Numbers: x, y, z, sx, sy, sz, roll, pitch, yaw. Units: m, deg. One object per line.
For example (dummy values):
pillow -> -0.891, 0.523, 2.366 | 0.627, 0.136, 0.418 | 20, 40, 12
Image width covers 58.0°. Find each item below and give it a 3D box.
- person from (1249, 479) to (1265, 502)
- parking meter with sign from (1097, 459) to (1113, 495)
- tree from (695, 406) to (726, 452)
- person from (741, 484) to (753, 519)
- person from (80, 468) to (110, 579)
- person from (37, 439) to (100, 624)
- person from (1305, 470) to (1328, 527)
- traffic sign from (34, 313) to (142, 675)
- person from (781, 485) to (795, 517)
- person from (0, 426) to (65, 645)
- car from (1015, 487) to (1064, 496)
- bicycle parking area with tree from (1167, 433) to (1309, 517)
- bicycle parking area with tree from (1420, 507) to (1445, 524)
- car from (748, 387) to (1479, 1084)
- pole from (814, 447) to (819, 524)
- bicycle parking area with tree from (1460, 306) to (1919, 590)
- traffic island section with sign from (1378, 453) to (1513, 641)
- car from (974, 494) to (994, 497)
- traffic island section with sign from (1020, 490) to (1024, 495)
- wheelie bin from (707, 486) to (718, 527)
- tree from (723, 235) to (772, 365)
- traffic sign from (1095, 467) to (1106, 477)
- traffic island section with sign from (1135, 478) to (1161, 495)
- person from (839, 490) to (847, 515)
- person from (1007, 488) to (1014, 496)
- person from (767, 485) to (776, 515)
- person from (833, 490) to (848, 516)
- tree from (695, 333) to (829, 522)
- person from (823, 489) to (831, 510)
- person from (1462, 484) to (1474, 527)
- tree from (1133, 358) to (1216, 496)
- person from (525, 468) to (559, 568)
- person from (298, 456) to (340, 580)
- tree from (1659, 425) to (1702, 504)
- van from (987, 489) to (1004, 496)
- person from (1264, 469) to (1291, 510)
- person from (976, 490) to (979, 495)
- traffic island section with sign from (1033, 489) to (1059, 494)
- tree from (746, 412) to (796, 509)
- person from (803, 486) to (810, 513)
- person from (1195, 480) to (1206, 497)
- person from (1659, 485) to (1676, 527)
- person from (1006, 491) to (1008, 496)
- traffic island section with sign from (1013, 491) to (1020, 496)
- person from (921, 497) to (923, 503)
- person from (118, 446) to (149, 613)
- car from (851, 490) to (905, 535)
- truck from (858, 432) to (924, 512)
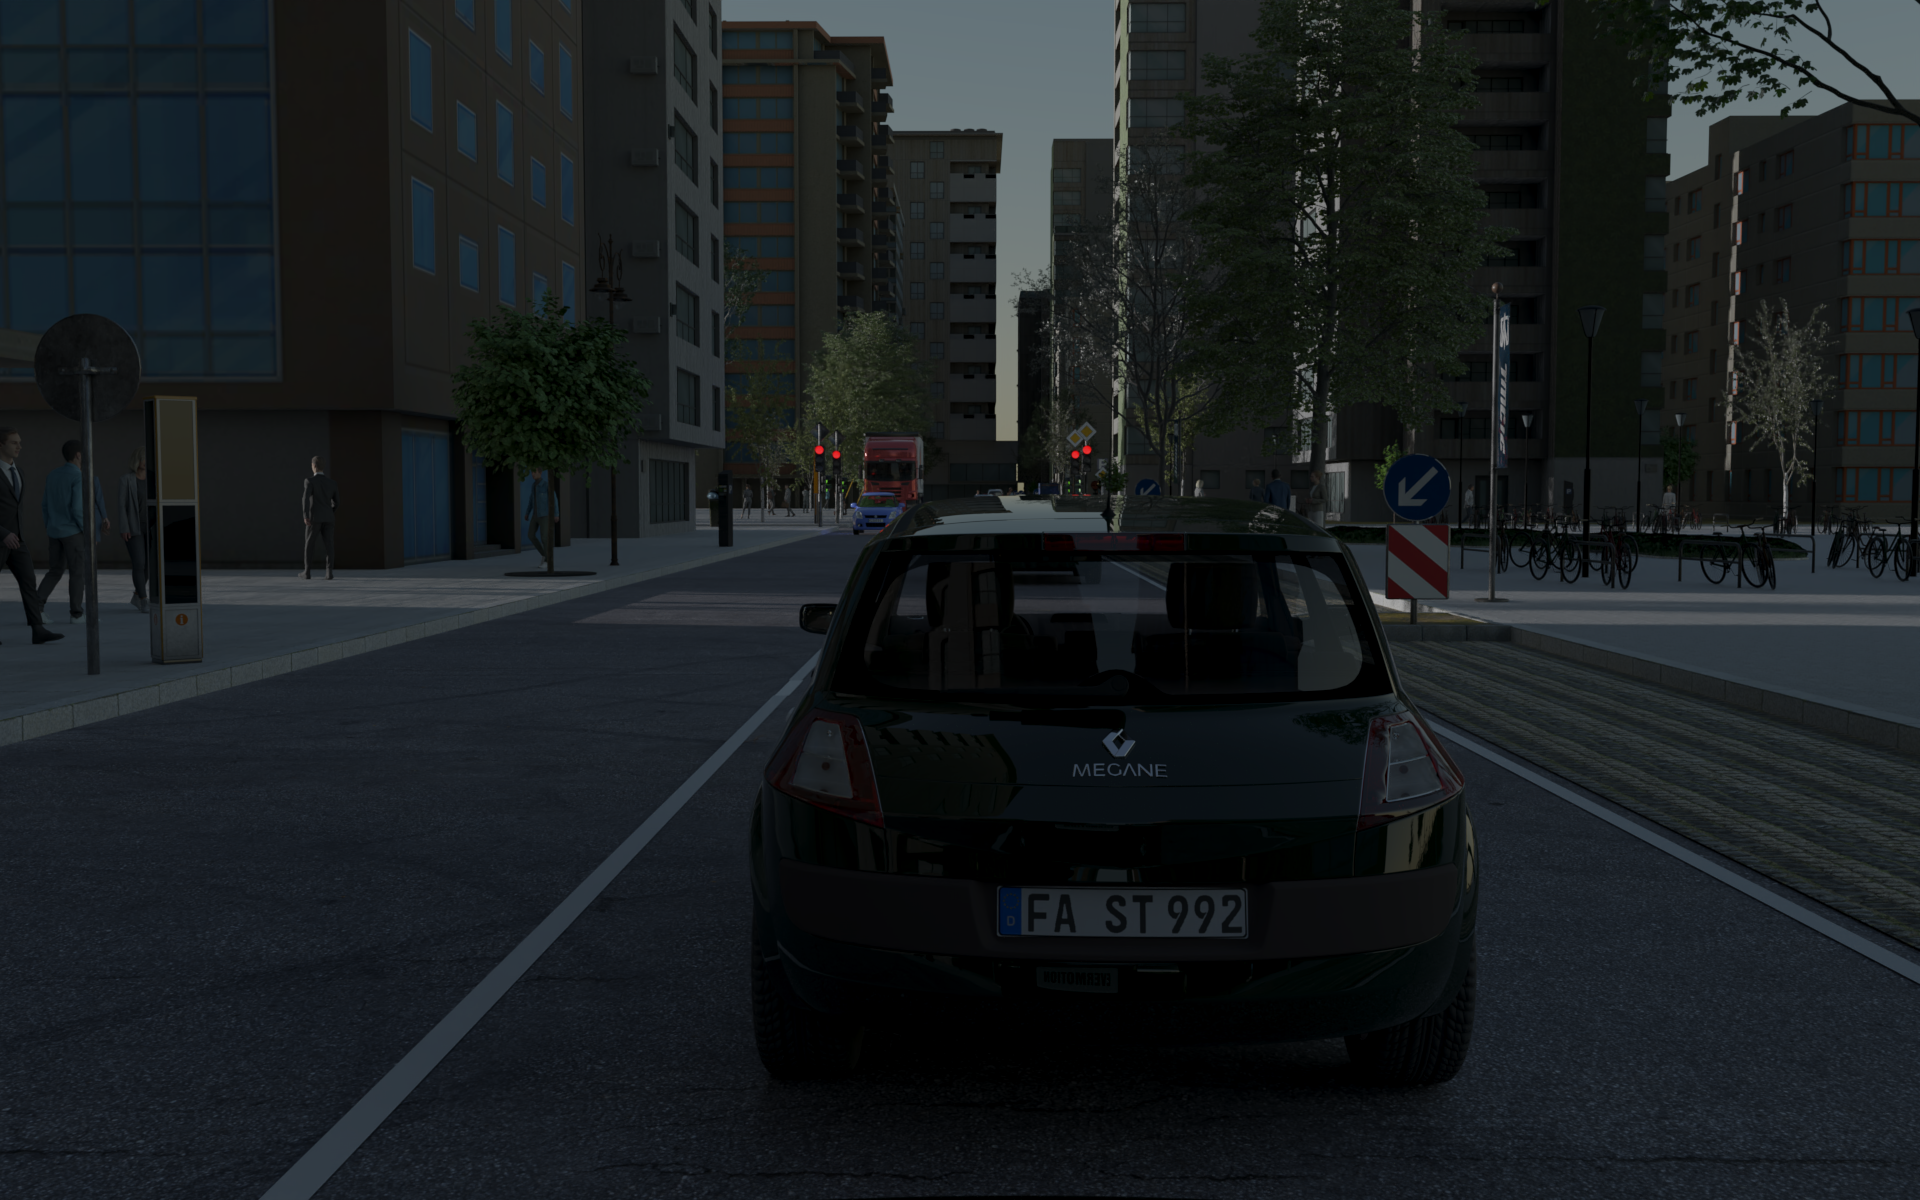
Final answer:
person -> 9.555, -3.000, 55.511 | 0.576, 1.772, 0.534 | -2, 4, -31
parking meter with sign -> 7.134, -5.378, 84.196 | 0.543, 3.016, 1.738 | -1, 4, -10
tree -> -14.770, -8.710, 92.767 | 4.360, 8.622, 3.978 | 0, 3, 0
person -> -11.146, -5.146, 90.450 | 0.520, 1.790, 0.573 | -3, 4, -38
person -> -12.389, -1.127, 24.498 | 0.581, 1.822, 0.654 | 0, 4, 0
person -> -8.873, -0.675, 17.097 | 0.660, 1.820, 0.620 | 2, 4, 24
person -> 7.064, -1.708, 34.517 | 0.362, 1.759, 0.519 | -1, 4, -22
traffic sign -> -6.163, -0.742, 12.244 | 0.768, 2.556, 0.104 | 0, 4, 2
person -> -9.714, -5.592, 97.599 | 0.853, 1.813, 0.709 | -1, 4, -22
person -> -8.034, -0.543, 14.695 | 0.755, 1.850, 0.659 | 1, 4, 12
car -> 1.384, -1.176, 29.016 | 2.009, 1.686, 4.222 | 0, 4, -1
bicycle parking area with tree -> 12.512, -5.819, 82.145 | 8.231, 4.147, 9.016 | 0, 4, 4
bicycle parking area with tree -> 18.147, -4.053, 53.273 | 8.231, 4.147, 9.016 | 2, 4, 31
car -> 0.409, 0.254, 5.631 | 2.009, 1.686, 4.222 | 0, 4, 2
pole -> -6.189, -4.939, 74.591 | 0.158, 3.312, 0.155 | 0, 3, 0
bicycle parking area with tree -> 12.246, -2.435, 26.820 | 8.231, 4.147, 9.016 | 1, 4, 11
traffic island section with sign -> 4.369, -0.555, 17.708 | 1.989, 1.847, 2.006 | 0, 4, 1
car -> 1.546, -5.967, 109.558 | 2.014, 1.417, 4.499 | 0, 4, 1
traffic island section with sign -> 5.568, -7.234, 126.897 | 1.989, 1.847, 2.006 | 0, 4, 1
wheelie bin -> -9.515, -3.661, 67.760 | 0.693, 1.594, 0.980 | 0, 4, -1
tree -> -19.474, -15.993, 117.380 | 12.611, 20.169, 13.585 | 0, 3, 0
traffic sign -> 6.867, -5.094, 83.022 | 0.795, 2.593, 0.064 | 0, 4, 2
traffic island section with sign -> 4.659, -2.204, 44.661 | 1.989, 1.847, 2.006 | 0, 4, 1
person -> -7.268, -6.140, 106.214 | 0.755, 1.850, 0.659 | 2, 4, 26
person -> 2.959, -5.789, 103.241 | 0.616, 1.811, 0.778 | -3, 5, -41
person -> -11.351, -6.002, 104.133 | 0.622, 1.834, 0.822 | 3, 5, 42
person -> -7.128, -5.953, 103.343 | 0.822, 1.834, 0.622 | 0, 4, 2
tree -> -9.149, -7.824, 78.282 | 4.737, 8.622, 4.395 | 0, 3, 0
person -> -11.022, -8.408, 143.537 | 0.620, 1.820, 0.660 | -1, 4, -12
person -> 20.860, -3.847, 71.246 | 0.795, 1.843, 0.661 | 2, 4, 27
tree -> 11.418, -8.559, 90.308 | 4.737, 8.622, 4.395 | 0, 3, 0
person -> -7.245, -1.447, 30.052 | 0.601, 1.785, 0.444 | 3, 4, 39
person -> -9.644, -1.232, 25.960 | 0.755, 1.850, 0.659 | 3, 5, 44
tree -> 33.423, -6.028, 82.268 | 4.285, 4.588, 4.351 | 0, 3, 0
van -> 3.223, -9.167, 156.885 | 2.013, 2.044, 4.112 | 0, 4, 2
person -> 6.621, -1.824, 36.048 | 0.721, 1.800, 0.419 | -1, 4, -22
person -> 1.320, -8.191, 143.096 | 0.598, 1.740, 0.731 | 1, 4, 22
traffic island section with sign -> 5.270, -5.582, 99.901 | 1.989, 1.847, 2.006 | 0, 4, 1
tree -> -16.134, -12.049, 147.371 | 4.360, 8.622, 3.978 | 0, 3, 0
person -> -10.523, -6.879, 118.689 | 0.511, 1.800, 0.466 | 1, 4, 11
person -> 8.805, -3.491, 63.307 | 0.526, 1.800, 0.537 | -1, 4, -14
person -> 28.582, -3.734, 69.909 | 0.624, 1.780, 0.694 | -3, 4, -38
person -> 4.479, -9.530, 165.039 | 0.721, 1.735, 1.217 | -1, 4, -9
traffic island section with sign -> 6.413, -11.932, 203.722 | 1.989, 1.847, 2.006 | 0, 4, 1
person -> -4.426, -11.789, 199.731 | 0.436, 1.711, 0.756 | 0, 4, 1
person -> -8.857, -0.776, 18.915 | 0.728, 1.800, 0.709 | 3, 5, 41
car -> -2.924, -3.220, 62.237 | 1.945, 1.707, 3.694 | 0, 4, 1
truck -> -3.048, -5.605, 80.562 | 2.839, 4.237, 11.283 | 0, 3, 0
